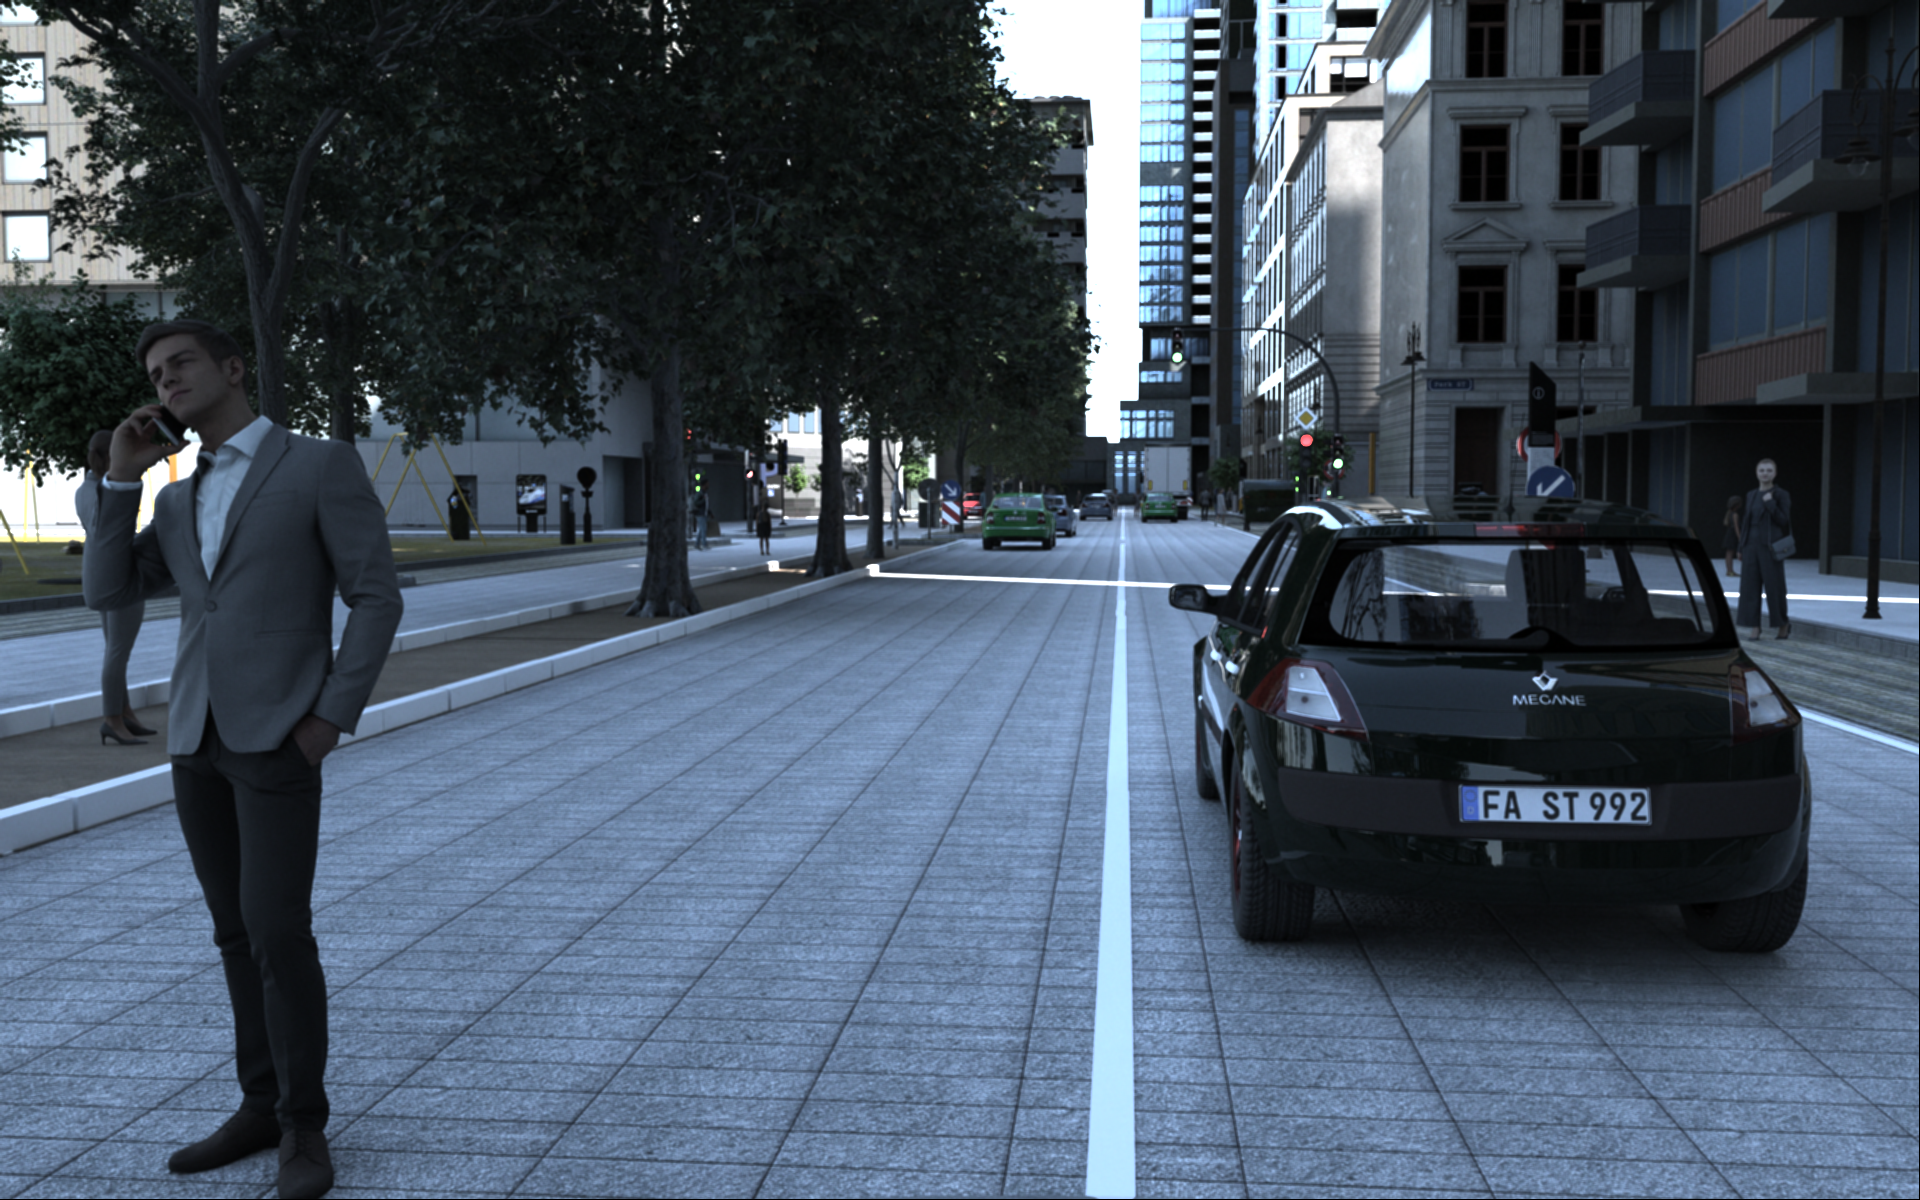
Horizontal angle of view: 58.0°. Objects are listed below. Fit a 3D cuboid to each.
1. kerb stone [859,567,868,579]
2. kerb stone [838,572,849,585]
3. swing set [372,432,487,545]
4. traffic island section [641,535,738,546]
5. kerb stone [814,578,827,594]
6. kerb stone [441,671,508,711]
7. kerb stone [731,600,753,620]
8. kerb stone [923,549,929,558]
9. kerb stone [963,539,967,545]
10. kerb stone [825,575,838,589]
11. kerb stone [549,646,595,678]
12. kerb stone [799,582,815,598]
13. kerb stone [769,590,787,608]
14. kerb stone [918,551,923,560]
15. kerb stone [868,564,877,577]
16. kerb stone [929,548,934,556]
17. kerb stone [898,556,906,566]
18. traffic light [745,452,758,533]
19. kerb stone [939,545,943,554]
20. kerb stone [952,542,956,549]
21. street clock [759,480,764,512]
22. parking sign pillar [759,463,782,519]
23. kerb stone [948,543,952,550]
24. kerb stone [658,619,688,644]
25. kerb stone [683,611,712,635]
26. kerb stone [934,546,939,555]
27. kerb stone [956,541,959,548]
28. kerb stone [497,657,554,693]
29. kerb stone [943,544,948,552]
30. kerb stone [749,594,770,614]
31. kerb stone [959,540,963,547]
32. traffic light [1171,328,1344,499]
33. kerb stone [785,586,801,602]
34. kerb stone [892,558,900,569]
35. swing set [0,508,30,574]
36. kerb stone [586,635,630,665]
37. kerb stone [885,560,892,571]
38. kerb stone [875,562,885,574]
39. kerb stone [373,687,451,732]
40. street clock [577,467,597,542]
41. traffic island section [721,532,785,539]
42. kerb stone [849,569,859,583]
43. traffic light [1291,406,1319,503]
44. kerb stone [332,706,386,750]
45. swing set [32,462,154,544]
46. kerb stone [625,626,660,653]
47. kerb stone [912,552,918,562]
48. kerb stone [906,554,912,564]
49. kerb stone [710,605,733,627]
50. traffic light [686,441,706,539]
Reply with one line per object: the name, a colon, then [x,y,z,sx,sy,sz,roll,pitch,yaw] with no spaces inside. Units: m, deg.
kerb stone: [-1.731,-0.431,29.249,0.120,0.150,1.000,0,4,5]
kerb stone: [-1.930,-0.305,27.207,0.120,0.150,1.000,0,4,5]
swing set: [-13.852,-2.821,43.748,2.862,2.851,3.119,-2,4,-32]
traffic island section: [-7.681,-1.640,49.095,2.009,0.180,2.903,0,4,5]
kerb stone: [-2.115,-0.179,25.171,0.120,0.150,1.000,0,4,5]
kerb stone: [-3.365,0.629,11.912,0.120,0.150,1.000,0,4,5]
kerb stone: [-2.598,0.130,20.066,0.120,0.150,1.000,0,4,5]
kerb stone: [-0.868,-0.992,38.411,0.120,0.150,1.000,0,4,5]
kerb stone: [0.004,-1.553,47.579,0.120,0.150,1.000,0,4,5]
kerb stone: [-2.019,-0.244,26.188,0.120,0.150,1.000,0,4,5]
kerb stone: [-3.171,0.508,13.953,0.120,0.150,1.000,0,4,5]
kerb stone: [-2.212,-0.119,24.154,0.120,0.150,1.000,0,4,5]
kerb stone: [-2.401,0.009,22.105,0.120,0.150,1.000,0,4,5]
kerb stone: [-0.961,-0.929,37.392,0.120,0.150,1.000,0,4,5]
kerb stone: [-1.630,-0.483,30.267,0.120,0.150,1.000,0,4,5]
kerb stone: [-0.769,-1.054,39.428,0.120,0.150,1.000,0,4,5]
kerb stone: [-1.240,-0.743,34.336,0.120,0.150,1.000,0,4,5]
traffic light: [-4.799,-5.020,56.745,4.771,5.953,1.251,0,4,5]
kerb stone: [-0.577,-1.177,41.463,0.120,0.150,1.000,0,4,5]
kerb stone: [-0.277,-1.364,44.524,0.120,0.150,1.000,0,4,5]
street clock: [-10.170,-5.074,87.527,0.358,2.002,0.471,3,5,43]
parking sign pillar: [-9.957,-6.236,90.425,1.447,3.967,1.447,-2,4,-27]
kerb stone: [-0.381,-1.300,43.503,0.120,0.150,1.000,0,4,5]
kerb stone: [-2.885,0.320,17.006,0.120,0.150,1.000,0,4,5]
kerb stone: [-2.783,0.255,18.022,0.120,0.150,1.000,0,4,5]
kerb stone: [-0.666,-1.114,40.445,0.120,0.150,1.000,0,4,5]
kerb stone: [-0.194,-1.425,45.545,0.120,0.150,1.000,0,4,5]
kerb stone: [-3.274,0.566,12.936,0.120,0.150,1.000,0,4,5]
kerb stone: [-0.473,-1.241,42.485,0.120,0.150,1.000,0,4,5]
kerb stone: [-2.503,0.068,21.088,0.120,0.150,1.000,0,4,5]
kerb stone: [-0.098,-1.487,46.563,0.120,0.150,1.000,0,4,5]
traffic light: [8.150,-4.445,47.343,4.771,5.953,1.251,0,4,5]
kerb stone: [-2.316,-0.050,23.133,0.120,0.150,1.000,0,4,5]
kerb stone: [-1.335,-0.680,33.318,0.120,0.150,1.000,0,4,5]
swing set: [-16.512,-1.755,26.314,2.862,2.851,3.119,1,4,9]
kerb stone: [-3.079,0.442,14.971,0.120,0.150,1.000,0,4,5]
kerb stone: [-1.441,-0.618,32.302,0.120,0.150,1.000,0,4,5]
kerb stone: [-1.535,-0.556,31.284,0.120,0.150,1.000,0,4,5]
kerb stone: [-3.471,0.694,10.896,0.120,0.150,1.000,0,4,5]
street clock: [-9.932,-2.543,46.152,0.471,2.002,0.358,0,4,2]
traffic island section: [-6.929,-2.126,57.045,2.009,0.180,2.903,0,4,5]
kerb stone: [-1.829,-0.369,28.227,0.120,0.150,1.000,0,4,5]
traffic light: [10.993,-4.056,55.238,0.839,4.253,0.868,0,4,5]
kerb stone: [-3.560,0.754,9.875,0.120,0.150,1.000,0,4,5]
swing set: [-23.340,-3.000,46.666,3.119,2.851,2.862,-2,4,-35]
kerb stone: [-2.987,0.381,15.989,0.120,0.150,1.000,0,4,5]
kerb stone: [-1.044,-0.867,36.372,0.120,0.150,1.000,0,4,5]
kerb stone: [-1.154,-0.805,35.356,0.120,0.150,1.000,0,4,5]
kerb stone: [-2.695,0.193,19.041,0.120,0.150,1.000,0,4,5]
traffic light: [-7.642,-3.672,48.957,0.839,4.253,0.868,0,4,5]
